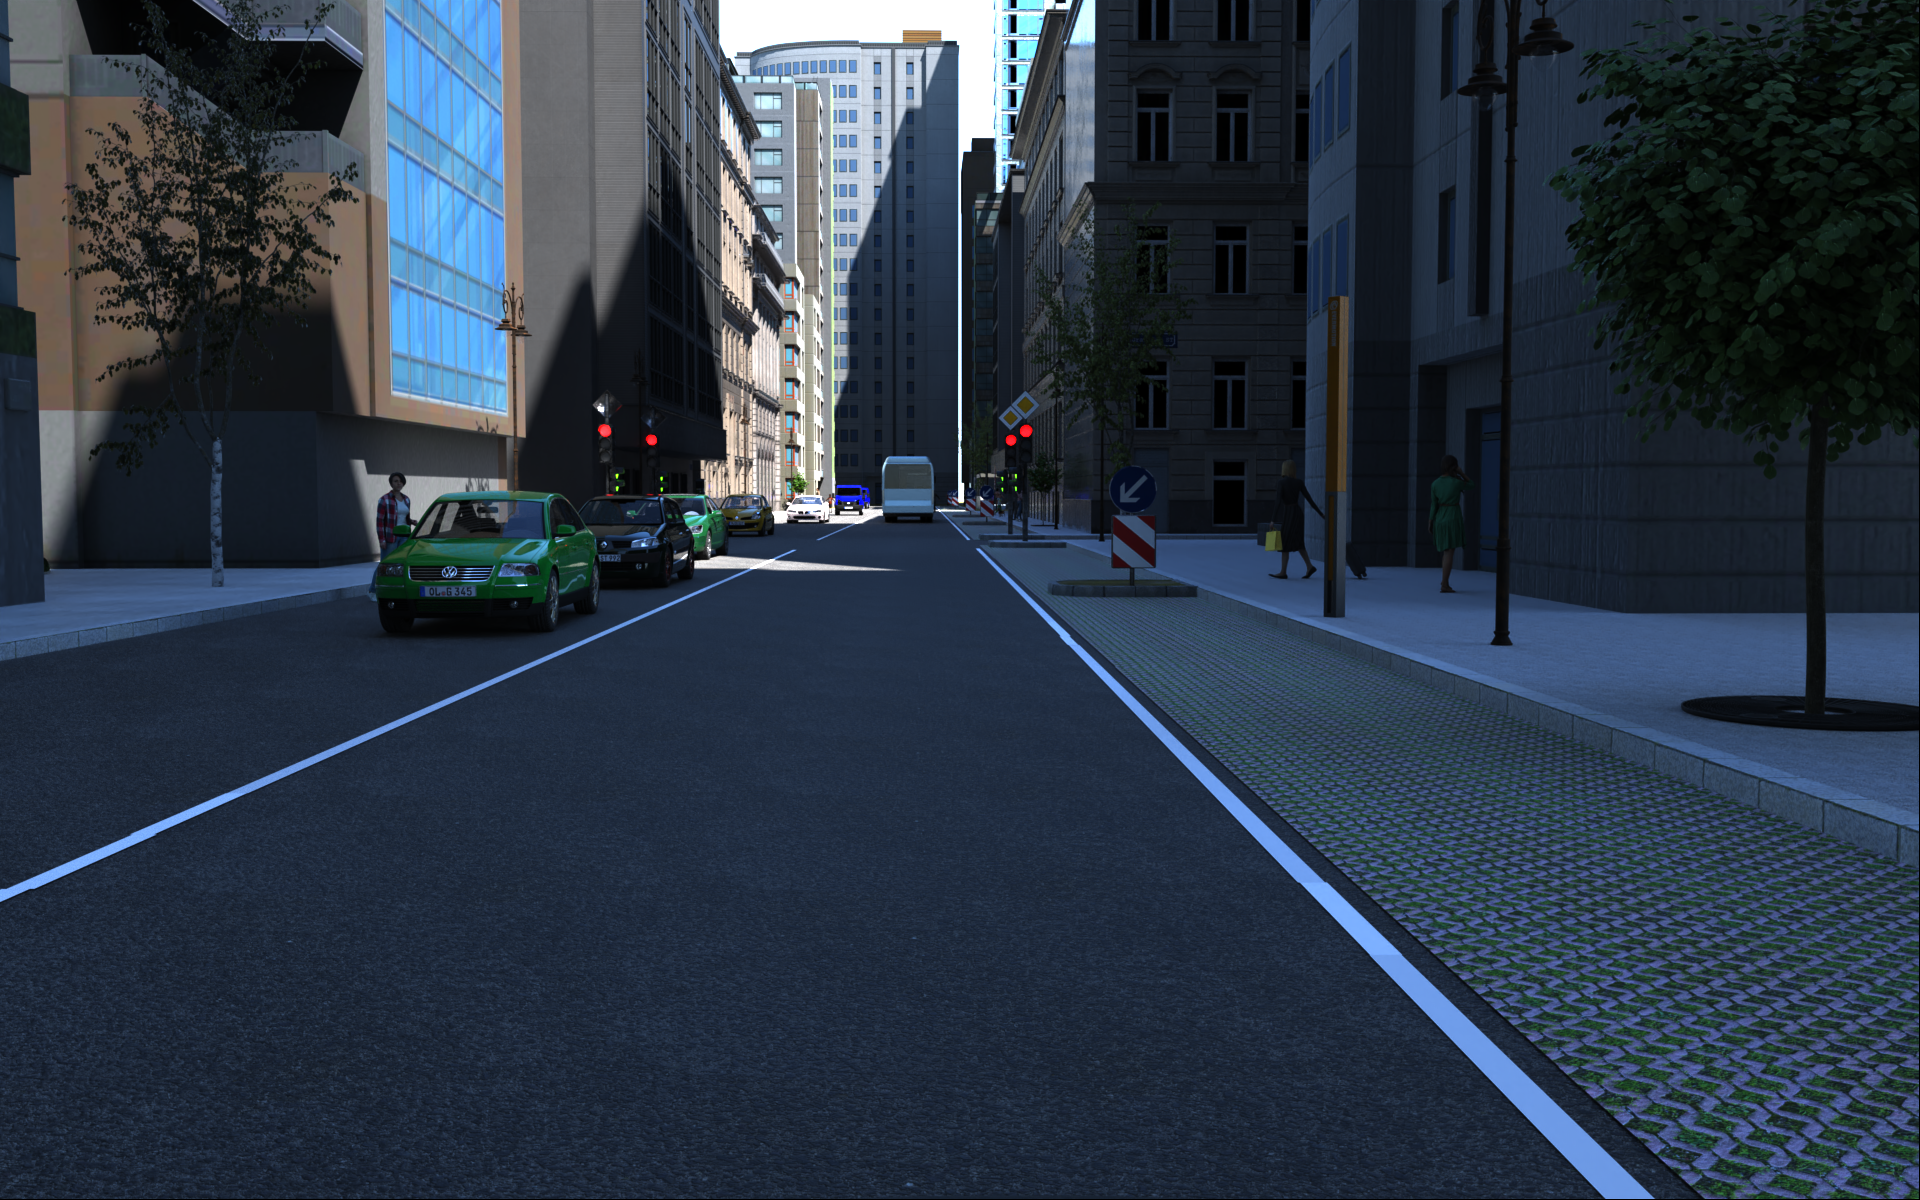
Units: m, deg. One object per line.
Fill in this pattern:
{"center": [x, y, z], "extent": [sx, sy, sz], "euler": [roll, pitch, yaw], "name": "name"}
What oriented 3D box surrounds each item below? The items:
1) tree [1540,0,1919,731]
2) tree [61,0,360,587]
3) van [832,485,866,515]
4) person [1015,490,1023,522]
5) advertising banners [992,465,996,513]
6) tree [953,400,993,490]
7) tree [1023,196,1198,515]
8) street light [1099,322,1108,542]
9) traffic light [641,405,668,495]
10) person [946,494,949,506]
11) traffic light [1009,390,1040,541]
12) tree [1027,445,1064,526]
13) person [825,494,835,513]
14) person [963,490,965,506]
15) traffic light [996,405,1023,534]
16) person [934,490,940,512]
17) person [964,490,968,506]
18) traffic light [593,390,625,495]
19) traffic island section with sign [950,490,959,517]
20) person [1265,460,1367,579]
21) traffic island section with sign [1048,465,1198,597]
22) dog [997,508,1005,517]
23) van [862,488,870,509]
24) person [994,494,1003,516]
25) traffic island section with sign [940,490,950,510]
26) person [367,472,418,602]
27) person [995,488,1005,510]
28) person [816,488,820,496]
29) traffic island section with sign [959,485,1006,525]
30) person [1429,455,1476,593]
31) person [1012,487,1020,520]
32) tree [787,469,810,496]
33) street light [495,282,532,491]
{"center": [5.031, -1.606, 9.979], "extent": [4.285, 4.588, 4.351], "euler": [0, 3, 0], "name": "tree"}
{"center": [-10.391, -4.503, 23.986], "extent": [4.360, 8.622, 3.978], "euler": [0, 3, 0], "name": "tree"}
{"center": [-7.532, -6.938, 117.825], "extent": [2.240, 2.365, 5.245], "euler": [0, 4, -2], "name": "van"}
{"center": [2.794, -4.545, 80.944], "extent": [0.643, 1.750, 0.593], "euler": [-2, 4, -30], "name": "person"}
{"center": [2.058, -6.721, 106.074], "extent": [0.090, 3.025, 2.074], "euler": [0, 4, -4], "name": "advertising banners"}
{"center": [1.707, -11.285, 134.871], "extent": [4.737, 8.622, 4.395], "euler": [0, 3, 0], "name": "tree"}
{"center": [3.756, -5.615, 42.166], "extent": [4.737, 8.622, 4.395], "euler": [0, 3, 0], "name": "tree"}
{"center": [3.840, -4.523, 46.732], "extent": [0.468, 5.910, 1.993], "euler": [0, 4, -1], "name": "street light"}
{"center": [-9.674, -4.028, 54.779], "extent": [0.839, 4.253, 0.868], "euler": [0, 4, -1], "name": "traffic light"}
{"center": [-1.393, -11.124, 191.844], "extent": [0.593, 1.643, 0.415], "euler": [3, 5, 41], "name": "person"}
{"center": [1.755, -3.555, 47.051], "extent": [0.839, 4.253, 0.868], "euler": [0, 4, -1], "name": "traffic light"}
{"center": [3.244, -4.557, 69.114], "extent": [1.663, 3.219, 1.824], "euler": [0, 3, 0], "name": "tree"}
{"center": [-9.939, -7.372, 132.297], "extent": [1.065, 1.426, 0.557], "euler": [2, 4, 28], "name": "person"}
{"center": [0.579, -11.362, 192.524], "extent": [0.721, 1.735, 1.217], "euler": [0, 4, 4], "name": "person"}
{"center": [1.584, -4.044, 55.035], "extent": [0.839, 4.253, 0.868], "euler": [0, 4, -1], "name": "traffic light"}
{"center": [-2.101, -7.763, 135.555], "extent": [1.348, 1.807, 0.705], "euler": [-2, 4, -31], "name": "person"}
{"center": [0.683, -11.050, 186.848], "extent": [0.705, 1.807, 1.348], "euler": [-1, 4, -13], "name": "person"}
{"center": [-9.503, -3.540, 46.796], "extent": [0.839, 4.253, 0.868], "euler": [0, 4, -1], "name": "traffic light"}
{"center": [0.527, -5.998, 106.692], "extent": [1.989, 1.847, 2.006], "euler": [0, 4, -1], "name": "traffic island section with sign"}
{"center": [5.381, -1.217, 26.153], "extent": [1.509, 1.804, 0.699], "euler": [1, 4, 12], "name": "person"}
{"center": [2.284, -0.992, 24.840], "extent": [1.989, 1.847, 2.006], "euler": [0, 4, -1], "name": "traffic island section with sign"}
{"center": [2.324, -4.932, 97.463], "extent": [0.540, 0.507, 0.406], "euler": [1, 4, 11], "name": "dog"}
{"center": [-9.849, -10.047, 168.644], "extent": [2.240, 2.365, 5.245], "euler": [0, 4, 0], "name": "van"}
{"center": [2.295, -5.618, 102.142], "extent": [0.590, 1.304, 0.306], "euler": [3, 4, 39], "name": "person"}
{"center": [-0.552, -9.068, 156.881], "extent": [1.989, 1.847, 2.006], "euler": [0, 4, -1], "name": "traffic island section with sign"}
{"center": [-7.531, -0.836, 22.999], "extent": [0.643, 1.720, 0.563], "euler": [2, 4, 30], "name": "person"}
{"center": [2.991, -7.890, 135.755], "extent": [1.217, 1.736, 0.721], "euler": [3, 5, 40], "name": "person"}
{"center": [-11.980, -8.547, 145.789], "extent": [0.705, 1.823, 1.348], "euler": [-1, 4, -14], "name": "person"}
{"center": [1.103, -4.350, 79.743], "extent": [1.989, 1.847, 2.006], "euler": [0, 4, -1], "name": "traffic island section with sign"}
{"center": [6.386, -1.003, 22.684], "extent": [0.600, 1.795, 0.529], "euler": [3, 4, 37], "name": "person"}
{"center": [2.751, -4.854, 85.206], "extent": [0.447, 1.846, 0.655], "euler": [-2, 4, -33], "name": "person"}
{"center": [-12.079, -8.248, 129.450], "extent": [1.663, 3.219, 1.824], "euler": [0, 3, 0], "name": "tree"}
{"center": [-9.750, -3.986, 37.959], "extent": [0.468, 5.910, 1.993], "euler": [0, 4, -1], "name": "street light"}
